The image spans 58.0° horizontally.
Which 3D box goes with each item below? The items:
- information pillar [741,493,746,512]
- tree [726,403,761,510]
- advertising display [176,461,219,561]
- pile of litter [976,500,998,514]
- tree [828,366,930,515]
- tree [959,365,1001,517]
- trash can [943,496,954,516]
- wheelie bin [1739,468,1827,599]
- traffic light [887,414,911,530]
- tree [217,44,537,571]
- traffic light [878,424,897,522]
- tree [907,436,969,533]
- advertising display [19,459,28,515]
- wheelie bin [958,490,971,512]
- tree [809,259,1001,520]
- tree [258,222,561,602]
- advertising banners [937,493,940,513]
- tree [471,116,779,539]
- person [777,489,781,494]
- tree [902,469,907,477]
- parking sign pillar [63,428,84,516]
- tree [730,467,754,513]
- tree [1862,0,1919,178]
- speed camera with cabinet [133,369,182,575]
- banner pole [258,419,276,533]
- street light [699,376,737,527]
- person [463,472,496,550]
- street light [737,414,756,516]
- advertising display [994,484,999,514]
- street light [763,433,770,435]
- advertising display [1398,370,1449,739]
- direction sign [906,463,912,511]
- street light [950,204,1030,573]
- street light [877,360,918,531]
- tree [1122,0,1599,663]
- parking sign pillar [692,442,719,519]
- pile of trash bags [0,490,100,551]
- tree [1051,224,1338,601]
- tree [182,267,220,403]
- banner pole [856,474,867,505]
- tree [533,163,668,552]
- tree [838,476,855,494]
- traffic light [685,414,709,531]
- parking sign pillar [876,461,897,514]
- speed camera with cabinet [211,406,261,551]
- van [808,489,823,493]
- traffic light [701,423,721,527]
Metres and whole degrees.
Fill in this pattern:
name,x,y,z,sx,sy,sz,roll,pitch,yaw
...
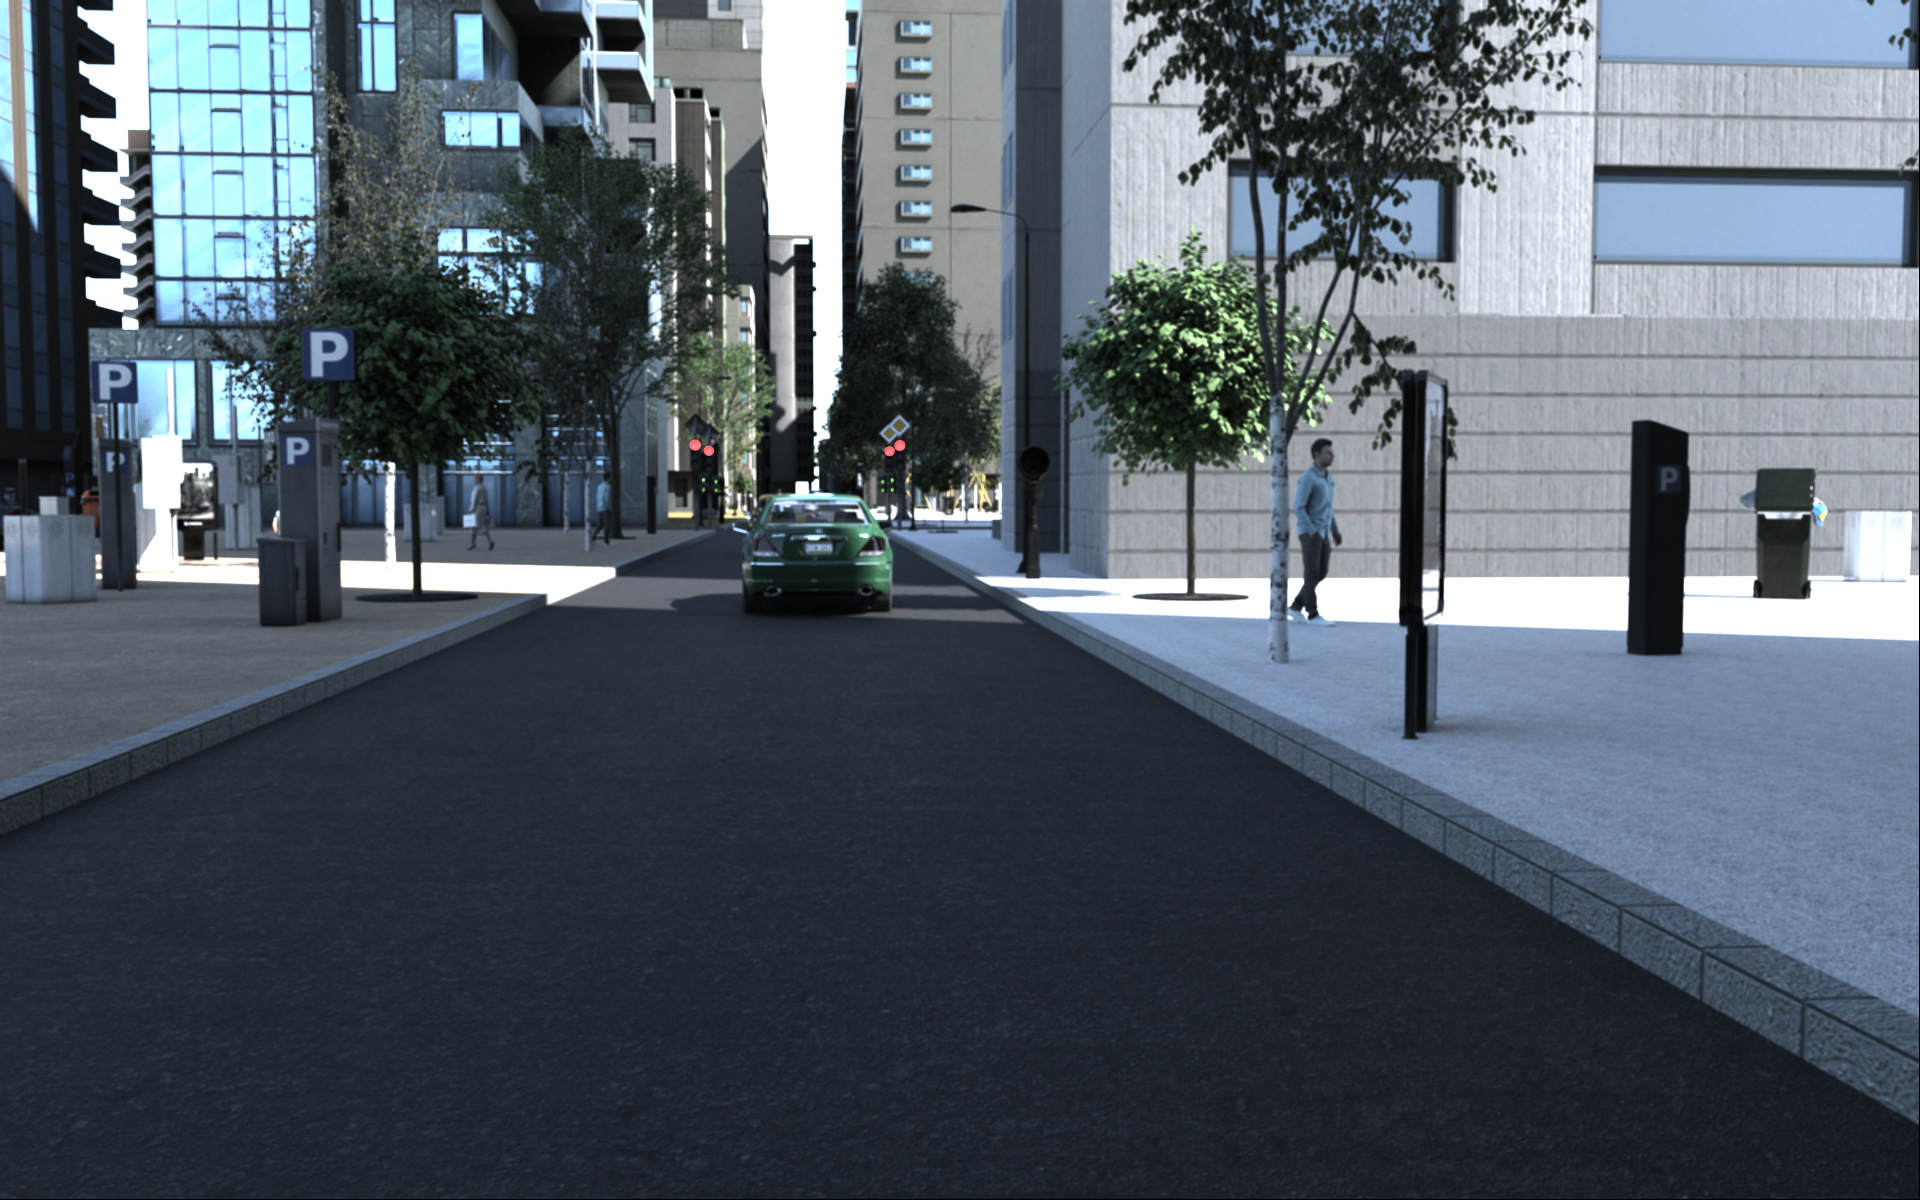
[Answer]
name,x,y,z,sx,sy,sz,roll,pitch,yaw
information pillar,-15.354,-7.247,122.978,0.304,2.012,0.304,1,4,9
tree,-17.614,-11.342,135.804,4.737,8.622,4.395,0,3,0
advertising display,-14.795,-1.724,33.406,0.974,1.923,0.123,0,4,3
pile of litter,1.593,-6.485,119.990,1.176,0.858,1.719,2,4,35
tree,-4.635,-10.328,103.282,7.601,10.594,8.767,-3,4,-38
tree,0.306,-8.819,94.547,4.737,8.622,4.395,0,3,0
trash can,-0.643,-5.533,102.117,0.748,1.137,0.748,0,3,0
wheelie bin,10.121,-0.821,21.327,0.980,1.594,0.693,2,4,28
traffic light,-2.150,-4.410,61.018,0.839,4.253,0.868,0,4,-5
tree,-9.590,-4.812,29.036,4.360,8.622,3.978,0,3,0
traffic light,-2.833,-4.896,68.974,0.839,4.253,0.868,0,4,-5
tree,-0.454,-3.860,57.707,1.663,3.219,1.824,0,3,0
advertising display,-17.551,-1.667,32.477,0.123,1.923,0.974,-2,4,-29
wheelie bin,0.339,-6.978,121.990,0.693,1.594,0.980,2,4,26
tree,-2.697,-10.247,84.553,9.611,12.733,9.660,0,3,0
tree,-6.732,-2.290,21.148,4.285,4.588,4.351,0,3,0
advertising banners,-1.411,-7.396,117.114,0.090,3.025,2.074,0,4,-5
tree,-10.027,-7.551,49.221,9.928,11.665,9.643,0,3,0
person,-10.567,-5.682,102.231,0.643,1.720,0.563,0,4,1
tree,-1.303,-4.620,70.138,1.663,3.219,1.824,0,3,0
parking sign pillar,-35.777,-4.981,69.913,1.447,3.967,1.447,-1,4,-15
tree,-15.108,-7.696,120.434,1.663,3.219,1.824,0,3,0
tree,8.407,-3.790,12.329,4.360,8.622,3.978,0,3,0
speed camera with cabinet,-13.037,-2.062,28.048,0.660,3.252,2.038,-2,4,-29
banner pole,-23.107,-4.138,57.674,0.863,3.779,0.401,1,4,19
street light,-9.708,-5.861,68.368,1.470,5.913,1.316,0,4,-5
person,-11.000,-2.035,39.674,0.624,1.780,0.694,2,4,29
street light,-12.543,-7.830,100.564,1.470,5.913,1.316,0,4,-5
advertising display,2.604,-6.378,109.496,0.974,1.923,0.123,-2,4,-31
street light,-15.261,-9.800,132.771,1.470,5.913,1.316,0,4,-5
advertising display,2.524,-0.258,9.428,0.123,1.923,0.974,1,4,22
direction sign,-3.779,-8.310,127.859,0.379,3.537,0.876,2,4,25
street light,0.539,-3.390,27.975,1.470,5.913,1.316,0,4,-5
street light,-2.179,-5.372,60.378,1.470,5.913,1.316,0,4,-5
tree,2.588,-3.818,12.782,4.360,8.622,3.978,0,3,0
parking sign pillar,-13.040,-6.138,88.833,1.447,3.967,1.447,0,4,-6
pile of trash bags,-21.454,-1.844,39.898,3.447,1.369,1.912,-3,5,-41
tree,2.806,-2.301,21.333,4.285,4.588,4.351,0,3,0
tree,-17.017,-5.715,43.797,4.360,8.622,3.978,0,3,0
banner pole,-6.250,-7.384,110.752,0.863,3.779,0.401,0,4,-6
tree,-8.472,-5.393,38.534,4.360,8.622,3.978,0,3,0
tree,-11.067,-10.634,168.471,1.663,3.219,1.824,0,3,0
traffic light,-9.184,-4.372,60.400,0.839,4.253,0.868,0,4,-5
parking sign pillar,-4.731,-7.550,111.921,1.447,3.967,1.447,-1,4,-10
speed camera with cabinet,-16.546,-2.767,39.576,0.660,3.252,2.038,-1,4,-9
van,-13.312,-9.353,159.936,2.013,2.044,4.112,0,4,-4
traffic light,-9.867,-4.858,68.356,0.839,4.253,0.868,0,4,-5
